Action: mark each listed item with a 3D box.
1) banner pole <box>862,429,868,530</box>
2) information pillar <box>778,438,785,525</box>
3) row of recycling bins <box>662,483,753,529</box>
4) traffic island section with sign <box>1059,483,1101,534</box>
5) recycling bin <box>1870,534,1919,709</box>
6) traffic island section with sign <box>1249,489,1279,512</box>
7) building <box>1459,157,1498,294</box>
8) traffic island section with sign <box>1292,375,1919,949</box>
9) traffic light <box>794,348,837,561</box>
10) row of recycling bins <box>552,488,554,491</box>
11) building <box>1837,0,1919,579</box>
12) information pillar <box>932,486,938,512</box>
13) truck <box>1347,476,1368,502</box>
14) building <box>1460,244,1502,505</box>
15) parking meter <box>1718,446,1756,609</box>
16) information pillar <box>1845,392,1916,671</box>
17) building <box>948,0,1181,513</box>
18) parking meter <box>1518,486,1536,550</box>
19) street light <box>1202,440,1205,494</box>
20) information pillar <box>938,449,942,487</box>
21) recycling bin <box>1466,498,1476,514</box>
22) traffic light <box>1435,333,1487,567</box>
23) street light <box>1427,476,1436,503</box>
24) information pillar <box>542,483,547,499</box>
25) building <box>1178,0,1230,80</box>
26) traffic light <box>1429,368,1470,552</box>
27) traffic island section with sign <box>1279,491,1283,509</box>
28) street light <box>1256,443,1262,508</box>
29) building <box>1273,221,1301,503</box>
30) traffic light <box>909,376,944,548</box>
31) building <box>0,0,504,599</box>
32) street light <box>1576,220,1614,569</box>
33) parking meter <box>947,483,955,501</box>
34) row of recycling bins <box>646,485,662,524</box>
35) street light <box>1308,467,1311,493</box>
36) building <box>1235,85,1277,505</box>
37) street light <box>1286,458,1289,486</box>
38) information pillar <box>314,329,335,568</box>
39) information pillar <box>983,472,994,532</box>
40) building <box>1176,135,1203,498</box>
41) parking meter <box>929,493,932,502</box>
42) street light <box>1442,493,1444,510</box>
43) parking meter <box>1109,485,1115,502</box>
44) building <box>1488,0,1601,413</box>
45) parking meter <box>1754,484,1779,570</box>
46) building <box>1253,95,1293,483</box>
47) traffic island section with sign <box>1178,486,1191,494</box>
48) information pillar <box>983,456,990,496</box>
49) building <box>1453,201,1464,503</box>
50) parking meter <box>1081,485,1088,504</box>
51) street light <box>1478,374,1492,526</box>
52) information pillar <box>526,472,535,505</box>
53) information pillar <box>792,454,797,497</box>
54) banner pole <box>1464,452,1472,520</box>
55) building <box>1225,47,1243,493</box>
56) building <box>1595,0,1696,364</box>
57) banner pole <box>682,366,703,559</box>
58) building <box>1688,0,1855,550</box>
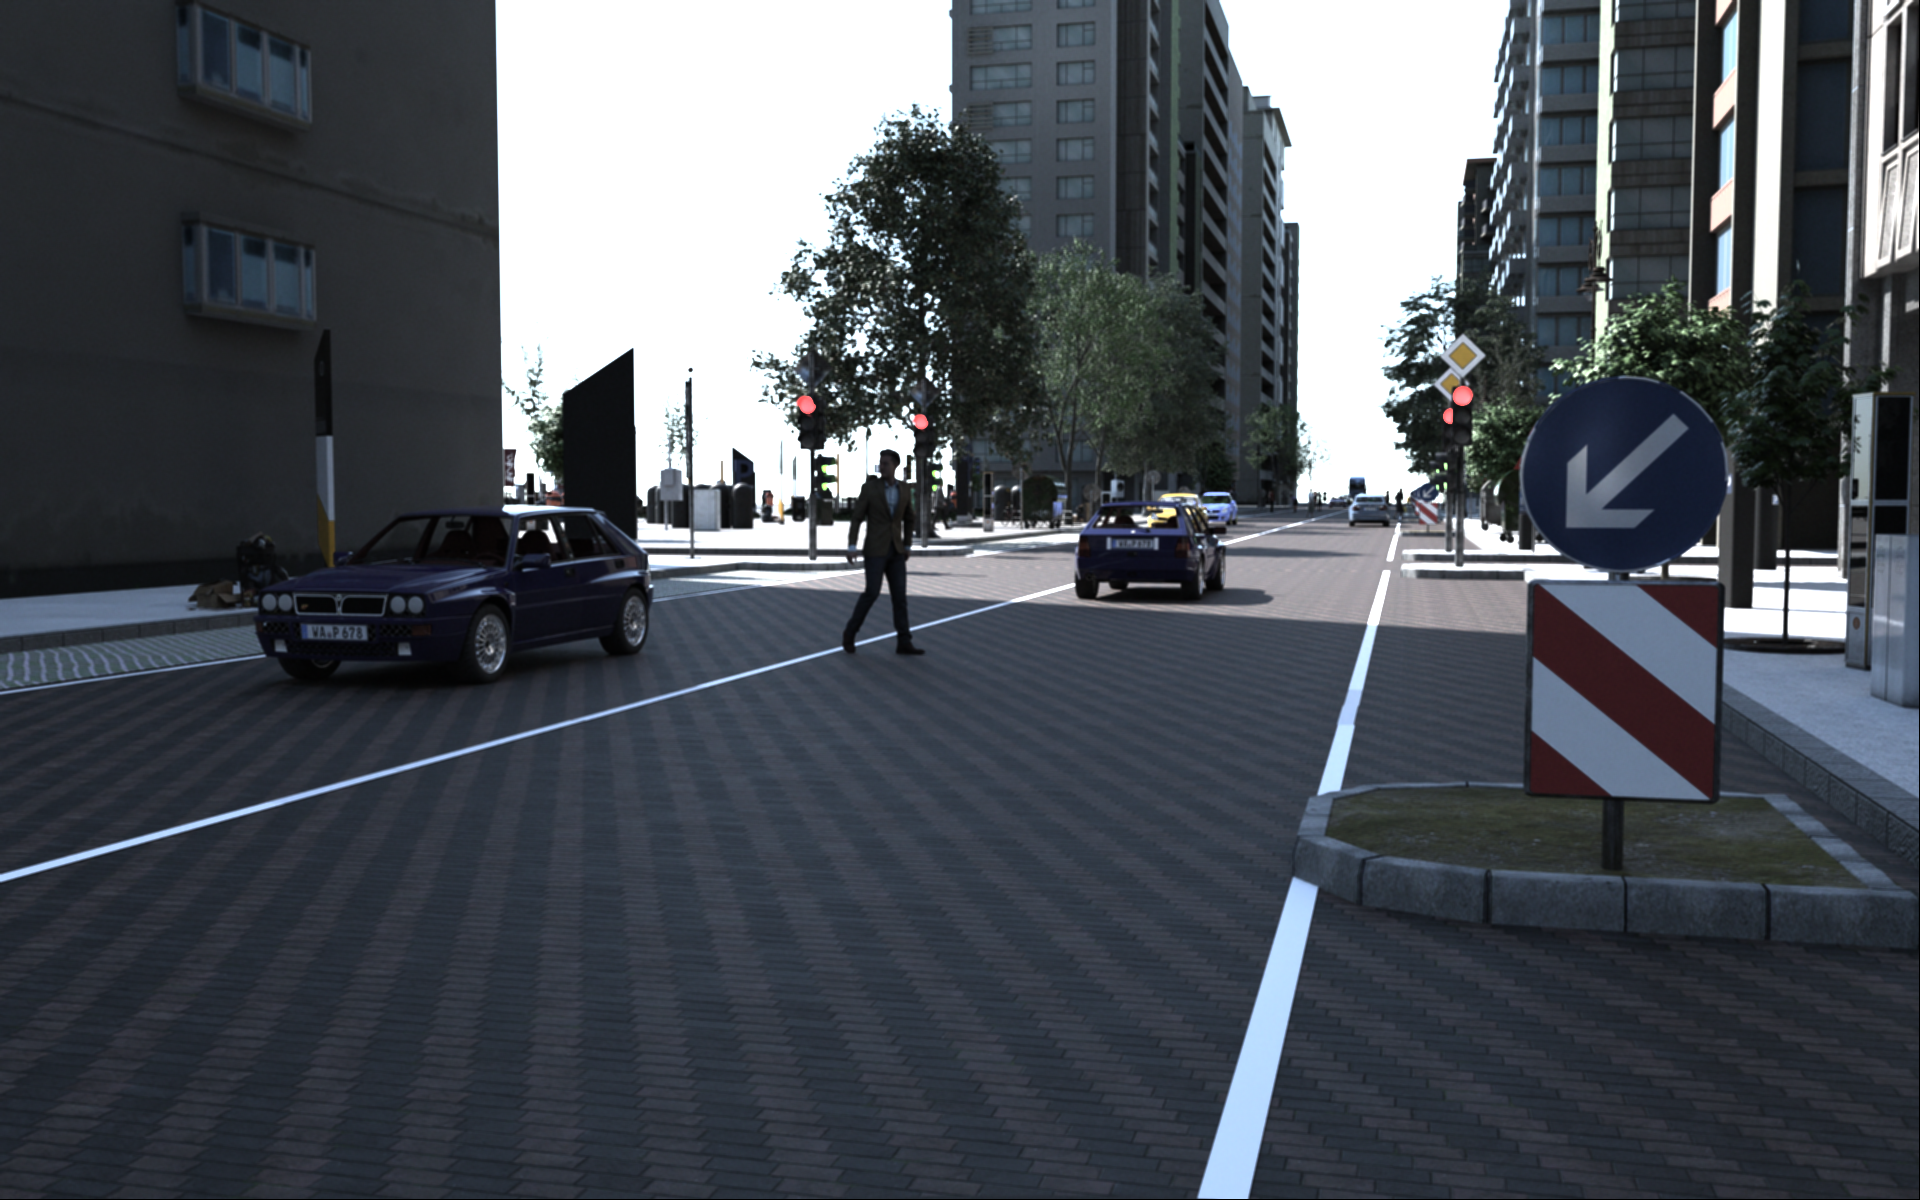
[{"bbox_3d":[-3.304,-4.357,61.258,0.401,3.779,0.863,0,4,2],"label":"banner pole"},{"bbox_3d":[-7.542,-4.991,72.950,0.183,3.616,0.504,-2,4,-24],"label":"information pillar"},{"bbox_3d":[-9.336,-3.547,65.100,3.534,1.692,1.069,2,4,25],"label":"row of recycling bins"},{"bbox_3d":[4.766,-3.323,62.956,1.989,1.847,2.006,1,4,14],"label":"traffic island section with sign"},{"bbox_3d":[6.083,0.119,10.616,0.722,1.027,0.722,1,4,12],"label":"recycling bin"},{"bbox_3d":[24.044,-7.894,137.695,1.989,1.847,2.006,1,4,14],"label":"traffic island section with sign"},{"bbox_3d":[74.763,-34.536,219.287,22.147,44.769,28.867,1,4,14],"label":"building"},{"bbox_3d":[2.315,0.124,6.608,1.989,1.847,2.006,1,4,14],"label":"traffic island section with sign"},{"bbox_3d":[-2.824,-2.715,33.319,0.839,4.253,0.868,1,4,14],"label":"traffic light"},{"bbox_3d":[-23.093,-5.997,105.161,3.534,1.692,1.069,-1,4,-13],"label":"row of recycling bins"},{"bbox_3d":[16.735,-12.024,14.607,12.078,24.808,19.932,1,4,14],"label":"building"},{"bbox_3d":[-1.310,-5.332,91.676,0.304,2.012,0.304,-1,4,-16],"label":"information pillar"},{"bbox_3d":[59.277,-16.389,257.717,2.967,4.110,18.799,1,4,14],"label":"truck"},{"bbox_3d":[64.891,-26.190,199.910,14.160,30.474,14.107,1,4,14],"label":"building"},{"bbox_3d":[8.763,-0.846,19.539,0.255,1.863,0.399,0,4,-2],"label":"parking meter"},{"bbox_3d":[6.712,-0.499,12.649,0.304,2.012,0.304,0,4,0],"label":"information pillar"},{"bbox_3d":[7.715,-26.895,123.331,14.154,41.232,14.086,1,4,14],"label":"building"},{"bbox_3d":[12.967,-1.907,39.585,0.372,1.533,0.369,0,3,0],"label":"parking meter"},{"bbox_3d":[16.365,-8.756,115.940,0.468,5.910,1.993,1,4,14],"label":"street light"},{"bbox_3d":[-1.004,-5.785,85.938,0.183,3.616,0.504,-1,4,-16],"label":"information pillar"},{"bbox_3d":[32.075,-5.914,109.248,0.722,1.027,0.722,-1,4,-9],"label":"recycling bin"},{"bbox_3d":[8.763,-2.534,30.356,0.839,4.253,0.868,1,4,14],"label":"traffic light"},{"bbox_3d":[60.277,-15.227,221.756,0.468,5.910,1.993,1,4,14],"label":"street light"},{"bbox_3d":[-26.805,-6.544,111.493,0.304,2.012,0.304,2,4,24],"label":"information pillar"},{"bbox_3d":[12.281,-32.542,155.758,21.300,48.544,21.600,1,4,14],"label":"building"},{"bbox_3d":[10.759,-3.007,38.089,0.839,4.253,0.868,1,4,14],"label":"traffic light"},{"bbox_3d":[30.806,-9.497,163.904,1.989,1.847,2.006,1,4,14],"label":"traffic island section with sign"},{"bbox_3d":[27.210,-11.329,158.013,0.468,5.910,1.993,1,4,14],"label":"street light"},{"bbox_3d":[42.276,-34.926,254.637,14.154,41.232,14.086,1,4,14],"label":"building"},{"bbox_3d":[-0.828,-3.188,41.051,0.839,4.253,0.868,1,4,14],"label":"traffic light"},{"bbox_3d":[-21.474,-24.470,23.789,21.600,48.544,21.300,1,4,14],"label":"building"},{"bbox_3d":[10.752,-3.467,29.471,0.468,5.910,1.993,1,4,14],"label":"street light"},{"bbox_3d":[-0.506,-5.341,93.043,0.399,1.863,0.255,-2,4,-27],"label":"parking meter"},{"bbox_3d":[-12.359,-4.100,74.151,1.069,1.692,3.534,-3,4,-38],"label":"row of recycling bins"},{"bbox_3d":[48.113,-16.272,238.834,0.468,5.910,1.993,1,4,14],"label":"street light"},{"bbox_3d":[26.926,-35.951,211.500,21.300,48.544,21.600,1,4,14],"label":"building"},{"bbox_3d":[37.179,-13.700,196.784,0.468,5.910,1.993,1,4,14],"label":"street light"},{"bbox_3d":[-9.090,-2.045,24.792,0.183,3.616,0.504,-3,4,-38],"label":"information pillar"},{"bbox_3d":[0.975,-3.324,58.840,0.304,2.012,0.304,1,4,14],"label":"information pillar"},{"bbox_3d":[11.344,-22.383,137.664,14.160,30.474,14.107,1,4,14],"label":"building"},{"bbox_3d":[-1.743,-6.247,107.842,0.399,1.863,0.255,-1,4,-8],"label":"parking meter"},{"bbox_3d":[39.467,-10.312,141.391,0.468,5.910,1.993,1,4,14],"label":"street light"},{"bbox_3d":[10.123,-6.701,115.272,0.399,1.863,0.255,-1,4,-17],"label":"parking meter"},{"bbox_3d":[61.464,-33.165,161.859,23.786,49.044,30.456,1,4,14],"label":"building"},{"bbox_3d":[13.653,-1.281,29.348,0.372,1.533,0.369,0,3,0],"label":"parking meter"},{"bbox_3d":[29.744,-39.554,235.949,28.713,52.752,27.495,1,4,14],"label":"building"},{"bbox_3d":[11.580,-4.943,89.438,1.989,1.847,2.006,1,4,14],"label":"traffic island section with sign"},{"bbox_3d":[1.637,-7.085,107.188,0.504,3.616,0.183,-3,5,-43],"label":"information pillar"},{"bbox_3d":[76.075,-34.109,241.272,14.154,41.232,14.086,1,4,14],"label":"building"},{"bbox_3d":[7.752,-6.226,107.513,0.399,1.863,0.255,2,4,33],"label":"parking meter"},{"bbox_3d":[20.265,-5.760,66.970,0.468,5.910,1.993,1,4,14],"label":"street light"},{"bbox_3d":[-14.526,-3.310,58.605,0.304,2.012,0.304,-1,4,-16],"label":"information pillar"},{"bbox_3d":[-9.630,-6.698,100.862,0.183,3.616,0.504,-3,4,-38],"label":"information pillar"},{"bbox_3d":[25.519,-5.941,87.147,0.863,3.779,0.401,-1,4,-18],"label":"banner pole"},{"bbox_3d":[20.453,-31.975,172.907,14.600,45.320,14.200,1,4,14],"label":"building"},{"bbox_3d":[32.489,-23.524,68.208,14.154,41.232,14.086,1,4,14],"label":"building"},{"bbox_3d":[-5.295,-2.682,33.862,0.401,3.779,0.863,0,4,2],"label":"banner pole"},{"bbox_3d":[33.002,-23.839,44.395,28.867,44.769,22.147,1,4,14],"label":"building"}]
